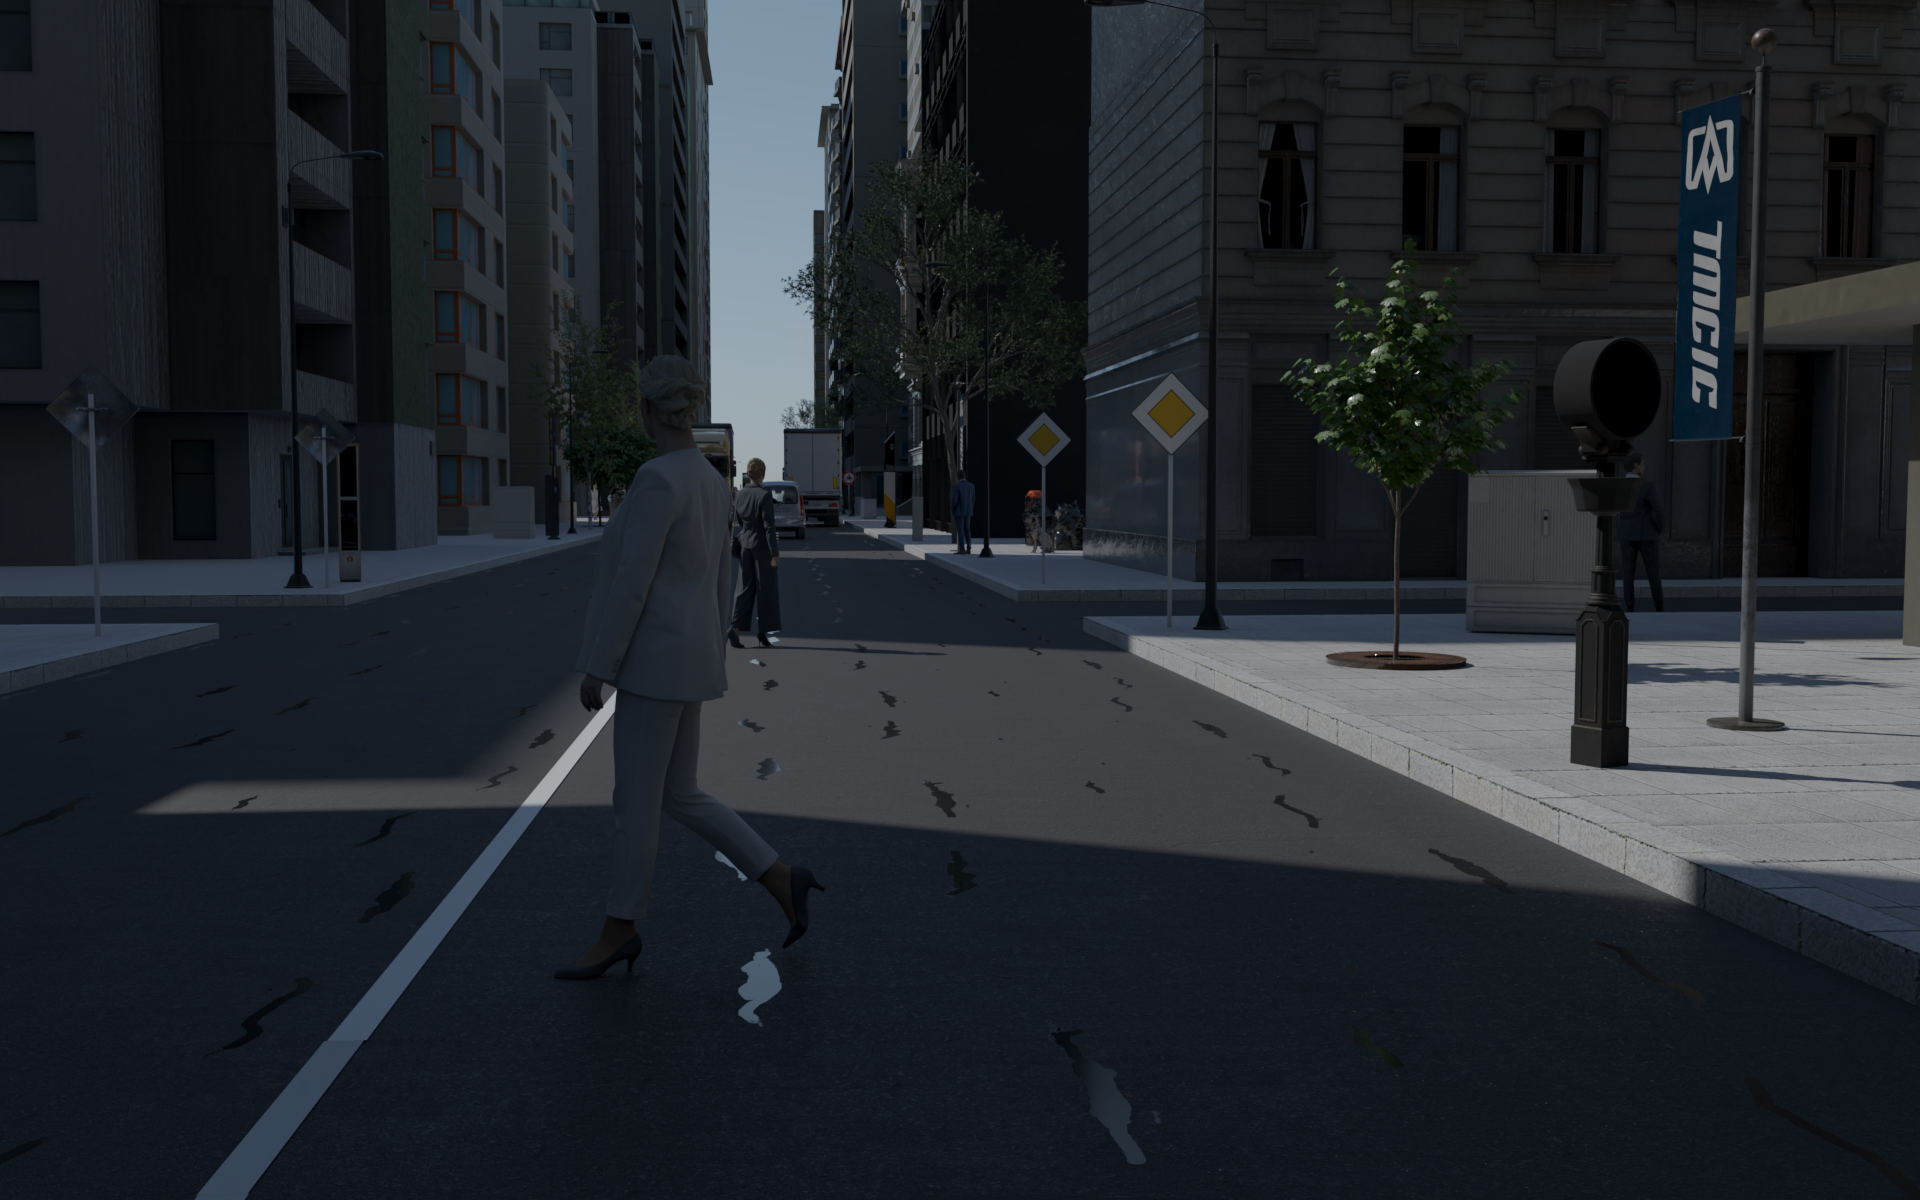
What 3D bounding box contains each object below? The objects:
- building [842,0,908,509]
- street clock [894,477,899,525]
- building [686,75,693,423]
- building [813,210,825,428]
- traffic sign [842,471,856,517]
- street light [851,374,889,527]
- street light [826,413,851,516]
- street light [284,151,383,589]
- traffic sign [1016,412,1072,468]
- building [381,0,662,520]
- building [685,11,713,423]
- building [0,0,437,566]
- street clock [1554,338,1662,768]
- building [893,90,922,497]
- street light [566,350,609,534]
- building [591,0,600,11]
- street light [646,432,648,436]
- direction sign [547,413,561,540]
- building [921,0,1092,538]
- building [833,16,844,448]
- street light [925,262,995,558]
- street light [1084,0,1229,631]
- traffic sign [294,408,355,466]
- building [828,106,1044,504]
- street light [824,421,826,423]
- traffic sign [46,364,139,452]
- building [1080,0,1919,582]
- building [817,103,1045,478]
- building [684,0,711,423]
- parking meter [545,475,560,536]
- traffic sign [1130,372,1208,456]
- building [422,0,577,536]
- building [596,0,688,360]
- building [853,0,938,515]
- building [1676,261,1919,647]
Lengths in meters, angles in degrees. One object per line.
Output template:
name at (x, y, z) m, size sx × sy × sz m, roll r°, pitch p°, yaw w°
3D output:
building at (1.913, -31.274, 135.029) m, size 21.300 × 48.544 × 21.600 m, roll 0°, pitch 4°, yaw -6°
street clock at (-2.747, -4.070, 71.116) m, size 0.471 × 2.002 × 0.358 m, roll 3°, pitch 5°, yaw 42°
building at (-32.755, -29.357, 163.581) m, size 14.154 × 41.232 × 14.086 m, roll 0°, pitch 4°, yaw -6°
building at (-14.265, -34.736, 251.531) m, size 14.154 × 41.232 × 14.086 m, roll 0°, pitch 4°, yaw -6°
traffic sign at (-6.080, -5.807, 95.044) m, size 0.768 × 2.556 × 0.104 m, roll 0°, pitch 4°, yaw -1°
street light at (-3.334, -5.759, 66.693) m, size 1.470 × 5.913 × 1.316 m, roll 0°, pitch 4°, yaw -6°
street light at (-6.739, -7.749, 99.242) m, size 1.470 × 5.913 × 1.316 m, roll 0°, pitch 4°, yaw -6°
street light at (-8.501, -3.119, 23.540) m, size 1.470 × 5.913 × 1.316 m, roll 0°, pitch 4°, yaw -6°
traffic sign at (1.207, -1.367, 24.546) m, size 0.795 × 2.593 × 0.064 m, roll 0°, pitch 4°, yaw -6°
building at (-25.531, -20.340, 104.256) m, size 14.160 × 30.474 × 14.107 m, roll 0°, pitch 4°, yaw -6°
building at (-42.332, -36.980, 193.860) m, size 28.713 × 52.752 × 27.495 m, roll 0°, pitch 4°, yaw -6°
building at (-19.553, -16.138, 35.565) m, size 14.160 × 30.474 × 14.107 m, roll 0°, pitch 4°, yaw -6°
street clock at (3.033, -0.219, 8.157) m, size 0.471 × 2.002 × 0.358 m, roll -2°, pitch 4°, yaw -28°
building at (4.134, -16.143, 83.029) m, size 14.460 × 24.649 × 34.723 m, roll 0°, pitch 4°, yaw -6°
street light at (-11.989, -5.094, 55.827) m, size 1.470 × 5.913 × 1.316 m, roll 0°, pitch 4°, yaw -6°
building at (-37.779, -26.295, 121.797) m, size 32.217 × 40.220 × 23.993 m, roll 0°, pitch 4°, yaw -6°
street light at (-15.287, -7.043, 87.694) m, size 1.470 × 5.913 × 1.316 m, roll 0°, pitch 4°, yaw -6°
direction sign at (-11.438, -3.467, 48.686) m, size 0.379 × 3.537 × 0.876 m, roll 0°, pitch 4°, yaw -3°
building at (5.503, -13.955, 57.842) m, size 12.332 × 23.373 × 15.834 m, roll 0°, pitch 4°, yaw -6°
building at (-0.381, -30.924, 160.228) m, size 22.147 × 44.769 × 28.867 m, roll 0°, pitch 4°, yaw -6°
street light at (-0.004, -3.810, 34.829) m, size 1.470 × 5.913 × 1.316 m, roll 0°, pitch 4°, yaw -6°
street light at (1.844, -2.672, 16.224) m, size 1.470 × 5.913 × 1.316 m, roll 0°, pitch 4°, yaw -6°
traffic sign at (-8.636, -1.306, 23.538) m, size 0.795 × 2.593 × 0.064 m, roll 0°, pitch 4°, yaw -6°
building at (-3.974, -35.646, 202.424) m, size 23.786 × 49.044 × 30.456 m, roll 0°, pitch 4°, yaw -6°
street light at (-7.970, -8.436, 110.466) m, size 1.470 × 5.913 × 1.316 m, roll 0°, pitch 4°, yaw -6°
traffic sign at (-7.803, -0.820, 15.596) m, size 0.795 × 2.593 × 0.064 m, roll 0°, pitch 4°, yaw -6°
building at (11.804, -11.067, 30.093) m, size 18.267 × 20.994 × 9.793 m, roll 0°, pitch 4°, yaw -6°
building at (-4.262, -39.274, 231.360) m, size 28.713 × 52.752 × 27.495 m, roll 0°, pitch 4°, yaw -6°
building at (-43.127, -49.136, 241.622) m, size 20.563 × 71.187 × 20.611 m, roll 0°, pitch 4°, yaw -6°
parking meter at (-12.517, -2.902, 53.166) m, size 0.255 × 1.863 × 0.399 m, roll 3°, pitch 4°, yaw 37°
traffic sign at (2.039, -0.882, 16.604) m, size 0.795 × 2.593 × 0.064 m, roll 0°, pitch 4°, yaw -6°
building at (-30.412, -13.494, 65.666) m, size 27.650 × 21.520 × 28.899 m, roll 0°, pitch 4°, yaw -6°
building at (-34.199, -31.902, 145.300) m, size 21.300 × 48.544 × 21.600 m, roll 0°, pitch 4°, yaw -6°
building at (9.314, -25.742, 112.759) m, size 32.217 × 40.220 × 23.993 m, roll 0°, pitch 4°, yaw -6°
building at (18.881, -21.239, 1.891) m, size 22.147 × 44.769 × 28.867 m, roll 0°, pitch 4°, yaw -6°
